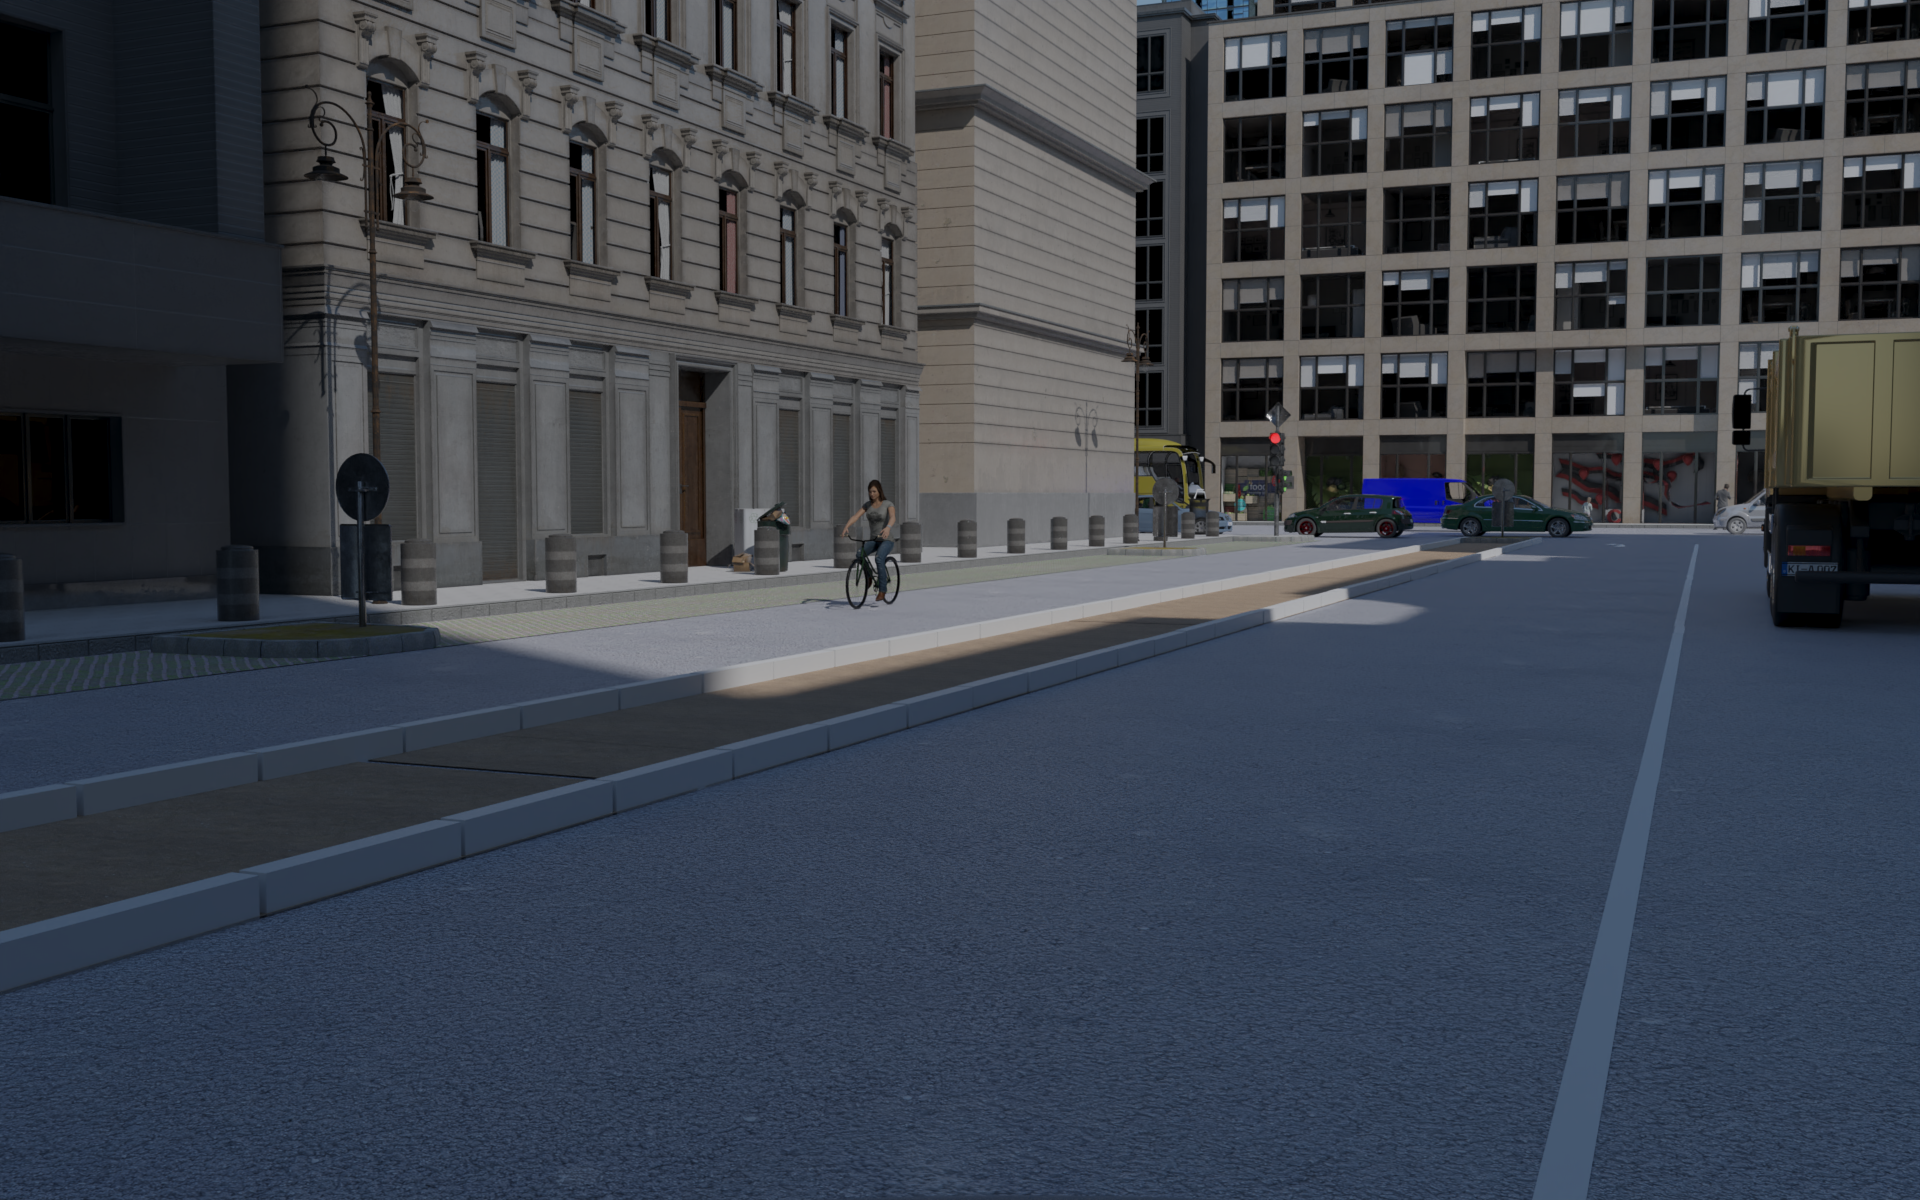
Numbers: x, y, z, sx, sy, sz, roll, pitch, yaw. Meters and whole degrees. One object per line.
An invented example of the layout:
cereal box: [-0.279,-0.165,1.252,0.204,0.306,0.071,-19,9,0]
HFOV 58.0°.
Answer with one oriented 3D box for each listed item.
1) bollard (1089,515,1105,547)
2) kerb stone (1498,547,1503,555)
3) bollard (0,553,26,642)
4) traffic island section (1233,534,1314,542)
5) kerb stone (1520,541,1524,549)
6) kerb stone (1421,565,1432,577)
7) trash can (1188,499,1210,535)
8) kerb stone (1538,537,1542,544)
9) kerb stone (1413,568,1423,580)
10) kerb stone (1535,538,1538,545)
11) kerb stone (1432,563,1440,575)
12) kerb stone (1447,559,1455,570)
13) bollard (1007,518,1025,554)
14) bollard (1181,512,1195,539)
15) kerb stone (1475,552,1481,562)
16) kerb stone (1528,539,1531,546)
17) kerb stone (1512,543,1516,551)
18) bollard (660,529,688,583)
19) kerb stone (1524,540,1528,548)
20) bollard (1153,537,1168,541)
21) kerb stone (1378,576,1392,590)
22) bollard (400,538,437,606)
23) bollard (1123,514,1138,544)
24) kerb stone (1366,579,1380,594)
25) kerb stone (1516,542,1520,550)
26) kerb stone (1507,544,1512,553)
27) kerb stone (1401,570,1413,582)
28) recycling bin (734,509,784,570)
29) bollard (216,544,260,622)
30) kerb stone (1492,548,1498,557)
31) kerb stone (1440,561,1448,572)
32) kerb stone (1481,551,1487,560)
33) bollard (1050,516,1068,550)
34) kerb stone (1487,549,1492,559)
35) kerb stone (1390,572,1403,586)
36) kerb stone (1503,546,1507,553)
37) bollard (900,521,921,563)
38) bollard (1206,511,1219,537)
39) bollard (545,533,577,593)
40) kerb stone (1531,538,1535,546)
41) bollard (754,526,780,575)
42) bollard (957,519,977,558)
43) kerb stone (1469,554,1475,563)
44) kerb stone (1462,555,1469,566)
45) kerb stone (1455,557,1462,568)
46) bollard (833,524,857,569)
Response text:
bollard: [3.342,-1.689,42.338,0.404,0.777,0.398,0,3,0]
kerb stone: [12.465,-1.110,40.342,0.120,0.150,1.000,2,4,23]
bollard: [-8.397,-0.025,15.119,0.404,0.777,0.398,0,3,0]
traffic island section: [9.691,-1.889,53.167,2.009,0.180,2.903,2,4,23]
kerb stone: [14.491,-1.396,45.070,0.120,0.150,1.000,2,4,23]
kerb stone: [7.976,-0.474,29.944,0.120,0.150,1.000,2,4,23]
trash can: [7.527,-2.625,54.572,0.748,1.137,0.748,0,3,0]
kerb stone: [16.538,-1.687,49.777,0.120,0.150,1.000,2,4,23]
kerb stone: [7.568,-0.416,29.001,0.120,0.150,1.000,2,4,23]
kerb stone: [16.131,-1.629,48.836,0.120,0.150,1.000,2,4,23]
kerb stone: [8.376,-0.532,30.897,0.120,0.150,1.000,2,4,23]
kerb stone: [9.203,-0.644,32.788,0.120,0.150,1.000,2,4,23]
bollard: [1.213,-1.387,37.398,0.404,0.777,0.398,0,3,0]
bollard: [6.549,-2.144,49.764,0.404,0.777,0.398,0,3,0]
kerb stone: [10.833,-0.879,36.573,0.120,0.150,1.000,2,4,23]
kerb stone: [15.310,-1.512,46.956,0.120,0.150,1.000,2,4,23]
kerb stone: [13.685,-1.280,43.179,0.120,0.150,1.000,2,4,23]
bollard: [-4.132,-0.630,25.013,0.404,0.777,0.398,0,3,0]
kerb stone: [14.903,-1.456,46.010,0.120,0.150,1.000,2,4,23]
bollard: [5.480,-1.992,47.293,0.404,0.777,0.398,0,3,0]
kerb stone: [6.341,-0.239,26.173,0.120,0.150,1.000,2,4,23]
bollard: [-6.269,-0.327,20.060,0.404,0.777,0.398,0,3,0]
bollard: [4.410,-1.841,44.813,0.404,0.777,0.398,0,3,0]
kerb stone: [5.931,-0.184,25.229,0.120,0.150,1.000,2,4,23]
kerb stone: [14.089,-1.340,44.121,0.120,0.150,1.000,2,4,23]
kerb stone: [13.277,-1.222,42.229,0.120,0.150,1.000,2,4,23]
kerb stone: [7.154,-0.359,28.063,0.120,0.150,1.000,2,4,23]
recycling bin: [-3.451,-1.053,29.773,0.722,1.027,0.722,-1,4,-21]
bollard: [-7.334,-0.176,17.590,0.404,0.777,0.398,0,3,0]
kerb stone: [12.057,-1.052,39.401,0.120,0.150,1.000,2,4,23]
kerb stone: [8.795,-0.590,31.838,0.120,0.150,1.000,2,4,23]
kerb stone: [11.239,-0.935,37.515,0.120,0.150,1.000,2,4,23]
bollard: [2.278,-1.538,39.868,0.404,0.777,0.398,0,3,0]
kerb stone: [11.646,-0.993,38.456,0.120,0.150,1.000,2,4,23]
kerb stone: [6.754,-0.297,27.119,0.120,0.150,1.000,2,4,23]
kerb stone: [12.865,-1.166,41.290,0.120,0.150,1.000,2,4,23]
bollard: [-0.923,-1.084,32.448,0.404,0.777,0.398,0,3,0]
bollard: [7.617,-2.295,52.237,0.404,0.777,0.398,0,3,0]
bollard: [-5.194,-0.479,22.542,0.404,0.777,0.398,0,3,0]
kerb stone: [15.719,-1.572,47.897,0.120,0.150,1.000,2,4,23]
bollard: [-3.066,-0.781,27.487,0.404,0.777,0.398,0,3,0]
bollard: [0.146,-1.236,34.929,0.404,0.777,0.398,0,3,0]
kerb stone: [10.424,-0.822,35.630,0.120,0.150,1.000,2,4,23]
kerb stone: [10.015,-0.764,34.689,0.120,0.150,1.000,2,4,23]
kerb stone: [9.607,-0.706,33.744,0.120,0.150,1.000,2,4,23]
bollard: [-1.991,-0.933,29.971,0.404,0.777,0.398,0,3,0]
